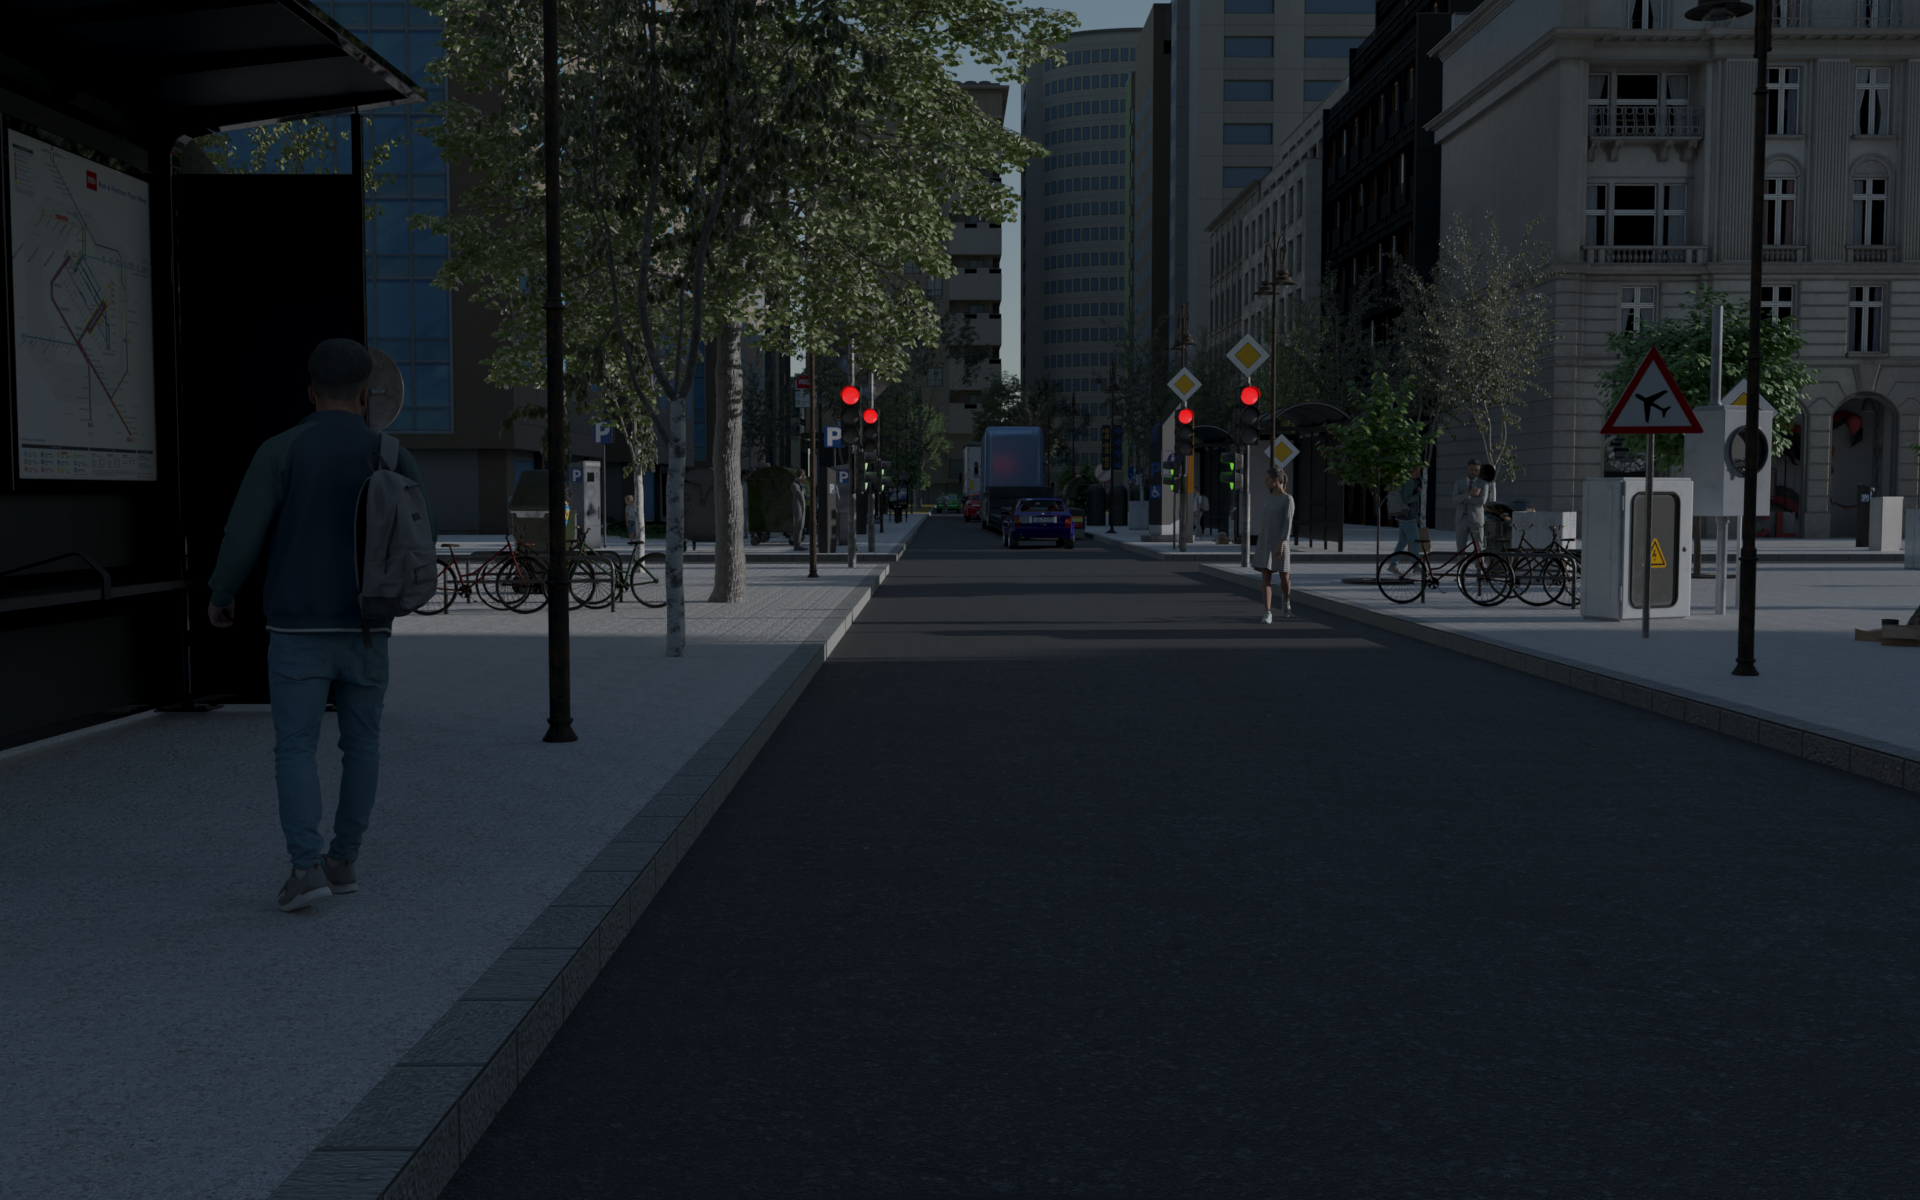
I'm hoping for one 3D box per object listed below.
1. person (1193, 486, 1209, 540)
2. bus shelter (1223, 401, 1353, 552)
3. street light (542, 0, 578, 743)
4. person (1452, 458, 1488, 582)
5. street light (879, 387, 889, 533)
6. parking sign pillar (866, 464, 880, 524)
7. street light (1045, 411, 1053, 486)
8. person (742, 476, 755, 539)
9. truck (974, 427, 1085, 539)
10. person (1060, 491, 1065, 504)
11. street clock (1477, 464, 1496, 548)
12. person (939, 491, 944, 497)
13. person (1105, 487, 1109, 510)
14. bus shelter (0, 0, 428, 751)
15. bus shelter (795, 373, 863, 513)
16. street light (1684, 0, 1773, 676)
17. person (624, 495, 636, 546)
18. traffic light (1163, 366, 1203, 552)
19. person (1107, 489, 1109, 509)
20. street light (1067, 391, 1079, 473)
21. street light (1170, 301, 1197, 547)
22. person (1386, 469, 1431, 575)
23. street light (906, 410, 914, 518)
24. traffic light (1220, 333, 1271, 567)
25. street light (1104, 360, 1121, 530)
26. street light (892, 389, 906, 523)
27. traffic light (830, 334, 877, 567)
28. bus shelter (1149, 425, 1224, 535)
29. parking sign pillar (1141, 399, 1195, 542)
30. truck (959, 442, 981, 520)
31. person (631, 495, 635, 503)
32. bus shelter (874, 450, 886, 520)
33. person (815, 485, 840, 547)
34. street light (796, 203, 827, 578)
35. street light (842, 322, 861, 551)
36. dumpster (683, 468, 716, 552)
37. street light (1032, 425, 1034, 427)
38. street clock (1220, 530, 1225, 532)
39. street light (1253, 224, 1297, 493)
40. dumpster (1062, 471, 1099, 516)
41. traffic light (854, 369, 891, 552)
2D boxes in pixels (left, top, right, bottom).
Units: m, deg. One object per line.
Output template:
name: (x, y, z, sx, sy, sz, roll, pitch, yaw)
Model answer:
person: (6.661, -2.433, 48.412, 0.523, 1.515, 0.503, -2, 4, -29)
bus shelter: (7.691, -2.858, 40.660, 2.014, 3.302, 5.546, 0, 4, 0)
street light: (-2.080, -2.205, 8.834, 0.468, 5.910, 1.993, 0, 4, 0)
person: (7.449, -1.166, 25.295, 0.511, 1.800, 0.466, 1, 4, 12)
street light: (-2.601, -5.168, 57.279, 0.468, 5.910, 1.993, 0, 4, 0)
parking sign pillar: (-4.045, -5.257, 74.419, 1.447, 3.967, 1.447, 1, 4, 11)
street light: (4.875, -7.484, 95.149, 0.468, 5.910, 1.993, 0, 4, 0)
person: (-6.134, -2.680, 49.954, 0.635, 1.810, 0.391, -2, 4, -30)
truck: (2.365, -4.509, 63.483, 2.967, 4.110, 18.799, 0, 4, -2)
person: (10.374, -10.311, 175.073, 0.568, 1.767, 0.683, -1, 4, -11)
street clock: (12.454, -2.238, 41.169, 0.471, 2.002, 0.358, -1, 4, -20)
person: (-1.711, -9.429, 163.202, 0.750, 1.759, 0.617, -1, 4, -10)
person: (11.570, -8.052, 137.771, 0.705, 1.814, 1.350, 3, 5, 43)
bus shelter: (-3.945, -0.971, 7.164, 1.731, 3.624, 6.357, 0, 4, -1)
bus shelter: (-4.417, -5.056, 60.292, 2.179, 5.291, 8.768, 0, 4, 0)
street light: (5.570, -2.405, 12.105, 0.468, 5.910, 1.993, 0, 4, 0)
person: (-8.126, -1.971, 42.951, 0.332, 1.250, 0.352, 3, 5, 41)
traffic light: (4.921, -3.018, 38.267, 0.839, 4.253, 0.868, 0, 4, 0)
person: (13.092, -8.875, 151.883, 0.721, 1.736, 1.217, 2, 4, 34)
street light: (5.069, -6.406, 77.530, 0.468, 5.910, 1.993, 0, 4, 0)
street light: (5.334, -4.207, 41.578, 0.468, 5.910, 1.993, 0, 4, 0)
person: (7.048, -1.289, 27.107, 0.713, 1.824, 0.794, 2, 4, 25)
street light: (-2.886, -7.353, 93.008, 0.468, 5.910, 1.993, 0, 4, 0)
traffic light: (4.989, -2.530, 30.282, 0.839, 4.253, 0.868, 0, 4, 0)
street light: (5.244, -5.308, 59.581, 0.468, 5.910, 1.993, 0, 4, 0)
street light: (-2.733, -6.275, 75.389, 0.468, 5.910, 1.993, 0, 4, 0)
traffic light: (-1.872, -2.525, 30.208, 0.839, 4.253, 0.868, 0, 4, 0)
bus shelter: (7.140, -3.638, 53.408, 2.014, 3.302, 5.546, 0, 4, 0)
parking sign pillar: (5.594, -3.553, 46.557, 1.447, 3.967, 1.447, 3, 4, 37)
truck: (1.457, -6.777, 99.718, 2.839, 4.237, 11.283, 0, 4, -1)
person: (-10.353, -2.714, 55.096, 0.352, 1.250, 0.332, 0, 4, 7)
bus shelter: (-4.784, -6.493, 83.798, 2.179, 5.291, 8.768, 0, 4, 0)
person: (-3.237, -2.166, 41.628, 0.661, 1.801, 0.590, -2, 4, -34)
street light: (-2.258, -3.282, 26.453, 0.468, 5.910, 1.993, 0, 4, 0)
street light: (-2.403, -4.051, 39.028, 0.468, 5.910, 1.993, 0, 4, 0)
dumpster: (-5.600, -2.011, 38.639, 1.264, 1.857, 1.865, 0, 4, 0)
street light: (4.764, -8.580, 113.064, 0.468, 5.910, 1.993, 0, 4, 0)
street clock: (8.844, -3.296, 58.468, 0.358, 2.002, 0.471, -1, 4, -16)
street light: (5.410, -3.494, 29.921, 0.468, 5.910, 1.993, 0, 4, 0)
dumpster: (5.195, -4.382, 74.137, 1.502, 2.255, 1.985, 0, 4, -1)
traffic light: (-1.939, -3.014, 38.193, 0.839, 4.253, 0.868, 0, 4, 0)
